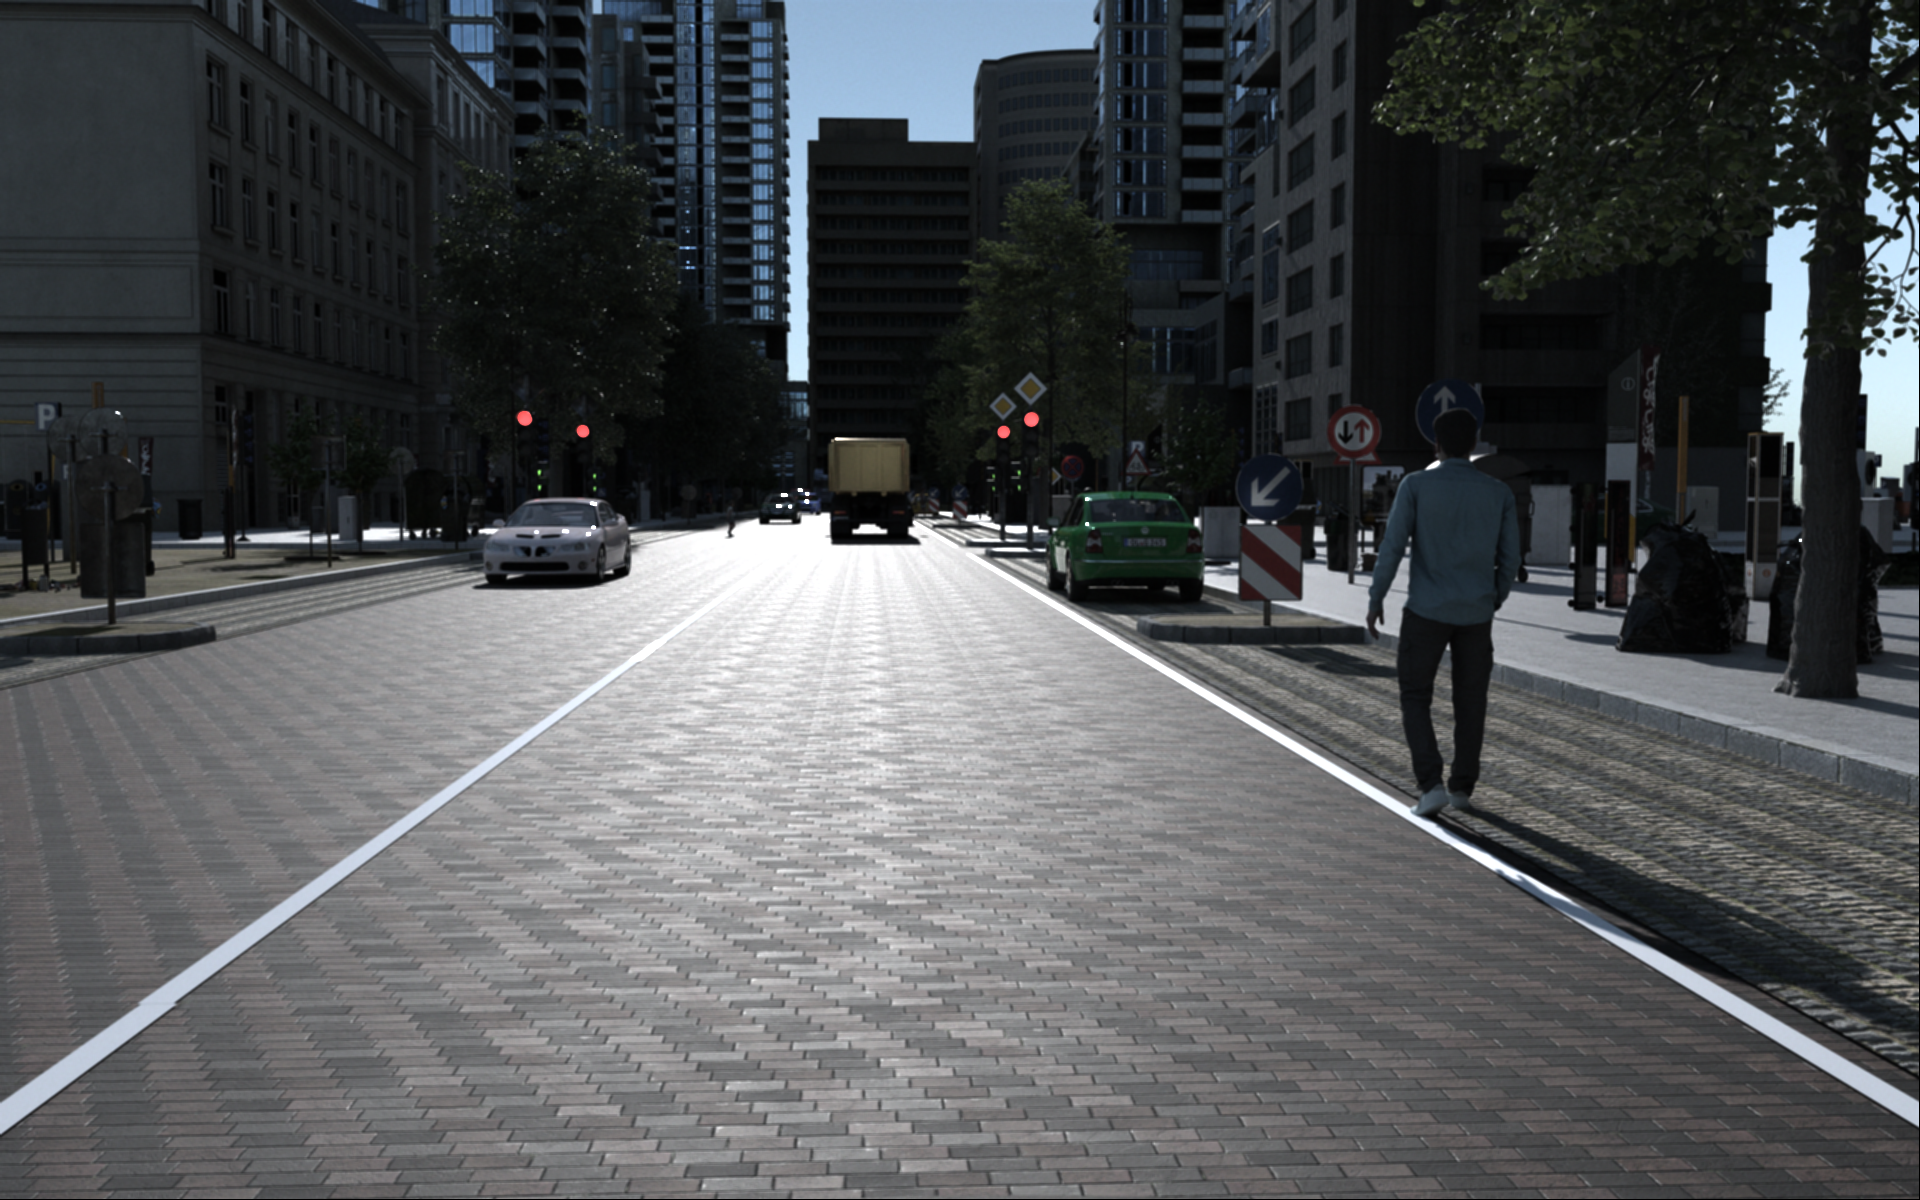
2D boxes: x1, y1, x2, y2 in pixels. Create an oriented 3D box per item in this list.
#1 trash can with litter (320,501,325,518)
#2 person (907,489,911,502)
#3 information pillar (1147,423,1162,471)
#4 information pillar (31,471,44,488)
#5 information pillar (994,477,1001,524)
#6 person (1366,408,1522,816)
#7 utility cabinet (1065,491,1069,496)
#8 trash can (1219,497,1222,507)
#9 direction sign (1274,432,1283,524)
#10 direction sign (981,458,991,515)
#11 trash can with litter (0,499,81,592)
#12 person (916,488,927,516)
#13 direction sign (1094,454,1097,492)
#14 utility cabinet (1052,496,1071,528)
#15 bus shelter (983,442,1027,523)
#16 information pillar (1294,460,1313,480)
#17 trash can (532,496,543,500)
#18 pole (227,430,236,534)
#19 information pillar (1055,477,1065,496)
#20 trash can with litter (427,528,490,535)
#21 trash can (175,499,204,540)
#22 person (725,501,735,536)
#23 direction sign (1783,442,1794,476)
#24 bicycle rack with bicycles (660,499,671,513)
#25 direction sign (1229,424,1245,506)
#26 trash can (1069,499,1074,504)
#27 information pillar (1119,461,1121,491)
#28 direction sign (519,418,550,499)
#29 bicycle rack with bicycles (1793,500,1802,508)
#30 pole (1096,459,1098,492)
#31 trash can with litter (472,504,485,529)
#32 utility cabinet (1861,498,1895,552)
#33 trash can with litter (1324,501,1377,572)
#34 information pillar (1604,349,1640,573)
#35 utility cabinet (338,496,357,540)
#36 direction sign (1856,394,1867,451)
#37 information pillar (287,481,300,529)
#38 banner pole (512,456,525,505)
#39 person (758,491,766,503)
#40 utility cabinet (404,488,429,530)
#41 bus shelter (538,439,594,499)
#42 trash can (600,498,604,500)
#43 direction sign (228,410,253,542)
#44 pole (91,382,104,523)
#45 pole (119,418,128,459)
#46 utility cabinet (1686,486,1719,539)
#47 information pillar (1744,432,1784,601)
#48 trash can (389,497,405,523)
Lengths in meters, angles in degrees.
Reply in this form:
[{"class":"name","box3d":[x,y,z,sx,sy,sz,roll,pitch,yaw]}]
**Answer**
[{"class":"trash can with litter","box3d":[-24.400,-3.377,66.602,0.624,1.170,1.055,2,4,24]},{"class":"person","box3d":[-3.525,-6.946,122.412,0.624,1.780,0.694,0,4,1]},{"class":"information pillar","box3d":[6.422,-4.021,57.098,0.504,3.616,0.183,0,4,-5]},{"class":"information pillar","box3d":[-28.989,-3.057,54.474,0.304,2.012,0.304,-3,4,-37]},{"class":"information pillar","box3d":[1.643,-4.217,73.437,0.304,2.012,0.304,-3,5,-44]},{"class":"person","box3d":[2.191,0.044,7.795,0.660,1.820,0.620,0,4,-3]},{"class":"utility cabinet","box3d":[6.499,-6.386,113.085,1.173,1.500,0.318,1,4,11]},{"class":"trash can","box3d":[11.983,-4.146,79.438,0.748,1.137,0.748,0,3,0]},{"class":"direction sign","box3d":[11.770,-4.409,64.087,0.379,3.537,0.876,0,4,-8]},{"class":"direction sign","box3d":[1.594,-7.141,108.746,0.876,3.537,0.379,2,4,28]},{"class":"trash can with litter","box3d":[-12.297,-0.770,23.643,1.678,1.210,2.233,0,4,2]},{"class":"person","box3d":[-2.281,-5.823,103.802,0.778,1.811,0.616,0,4,7]},{"class":"direction sign","box3d":[7.676,-6.492,98.143,0.379,3.537,0.876,1,4,10]},{"class":"utility cabinet","box3d":[3.841,-3.380,66.419,1.020,1.237,0.306,0,4,5]},{"class":"bus shelter","box3d":[2.120,-5.349,78.740,1.731,3.624,6.357,0,4,-3]},{"class":"information pillar","box3d":[7.409,-2.015,37.430,0.304,2.012,0.304,-1,4,-19]},{"class":"trash can","box3d":[-28.285,-6.366,115.735,0.748,1.137,0.748,0,3,0]},{"class":"pole","box3d":[-23.269,-3.760,55.323,0.158,3.312,0.155,0,3,0]},{"class":"information pillar","box3d":[5.197,-5.165,88.940,0.304,2.012,0.304,1,4,22]},{"class":"trash can with litter","box3d":[-16.162,-2.725,55.614,2.233,1.210,1.678,-2,4,-30]},{"class":"trash can","box3d":[-21.709,-2.275,48.850,0.748,1.137,0.748,0,3,0]},{"class":"person","box3d":[-7.839,-2.765,58.728,0.382,1.210,0.505,-2,4,-33]},{"class":"direction sign","box3d":[35.920,-5.111,75.554,0.379,3.537,0.876,-2,4,-32]},{"class":"bicycle rack with bicycles","box3d":[-20.247,-6.461,119.018,2.852,0.926,2.925,3,5,42]},{"class":"direction sign","box3d":[9.016,-3.944,56.478,0.379,3.537,0.876,-2,4,-25]},{"class":"trash can","box3d":[3.602,-2.431,51.402,0.748,1.137,0.748,0,3,0]},{"class":"information pillar","box3d":[11.331,-8.049,122.961,0.183,3.616,0.504,0,4,-2]},{"class":"direction sign","box3d":[-12.600,-3.626,51.280,0.876,3.537,0.379,-1,4,-18]},{"class":"bicycle rack with bicycles","box3d":[54.771,-6.026,111.906,2.925,0.926,2.852,-3,5,-39]},{"class":"pole","box3d":[7.954,-6.560,101.105,0.158,3.312,0.155,0,3,0]},{"class":"trash can with litter","box3d":[-17.759,-3.193,63.600,0.624,1.170,1.055,-1,4,-20]},{"class":"utility cabinet","box3d":[15.126,-1.090,28.982,0.306,1.237,1.020,-1,4,-11]},{"class":"trash can with litter","box3d":[6.629,-1.076,28.985,1.055,1.170,0.624,2,4,25]},{"class":"information pillar","box3d":[10.795,-2.255,28.217,0.504,3.616,0.183,3,4,38]},{"class":"utility cabinet","box3d":[-17.255,-2.315,49.008,0.306,1.237,1.020,-3,5,-42]},{"class":"direction sign","box3d":[20.101,-2.895,39.326,0.876,3.537,0.379,0,4,0]},{"class":"information pillar","box3d":[-24.214,-3.571,62.877,0.304,2.012,0.304,2,4,34]},{"class":"banner pole","box3d":[-21.580,-5.772,84.391,0.863,3.779,0.401,-2,4,-32]},{"class":"person","box3d":[-22.945,-11.839,202.154,1.350,1.814,0.705,1,4,11]},{"class":"utility cabinet","box3d":[-19.139,-3.202,61.029,0.318,1.500,1.173,1,4,11]},{"class":"bus shelter","box3d":[-16.906,-5.136,75.258,1.731,3.624,6.357,0,4,-3]},{"class":"trash can","box3d":[-13.166,-3.095,62.261,0.748,1.137,0.748,0,3,0]},{"class":"direction sign","box3d":[-19.421,-3.354,46.841,0.379,3.537,0.876,1,4,18]},{"class":"pole","box3d":[-15.734,-2.315,31.688,0.158,3.312,0.155,0,3,0]},{"class":"pole","box3d":[-22.435,-3.219,46.467,0.158,3.312,0.155,0,3,0]},{"class":"utility cabinet","box3d":[20.740,-2.436,48.504,1.173,1.500,0.318,-2,4,-31]},{"class":"information pillar","box3d":[9.661,-0.999,20.823,0.304,2.012,0.304,0,4,4]},{"class":"trash can","box3d":[-25.224,-4.041,77.722,0.748,1.137,0.748,0,3,0]}]
